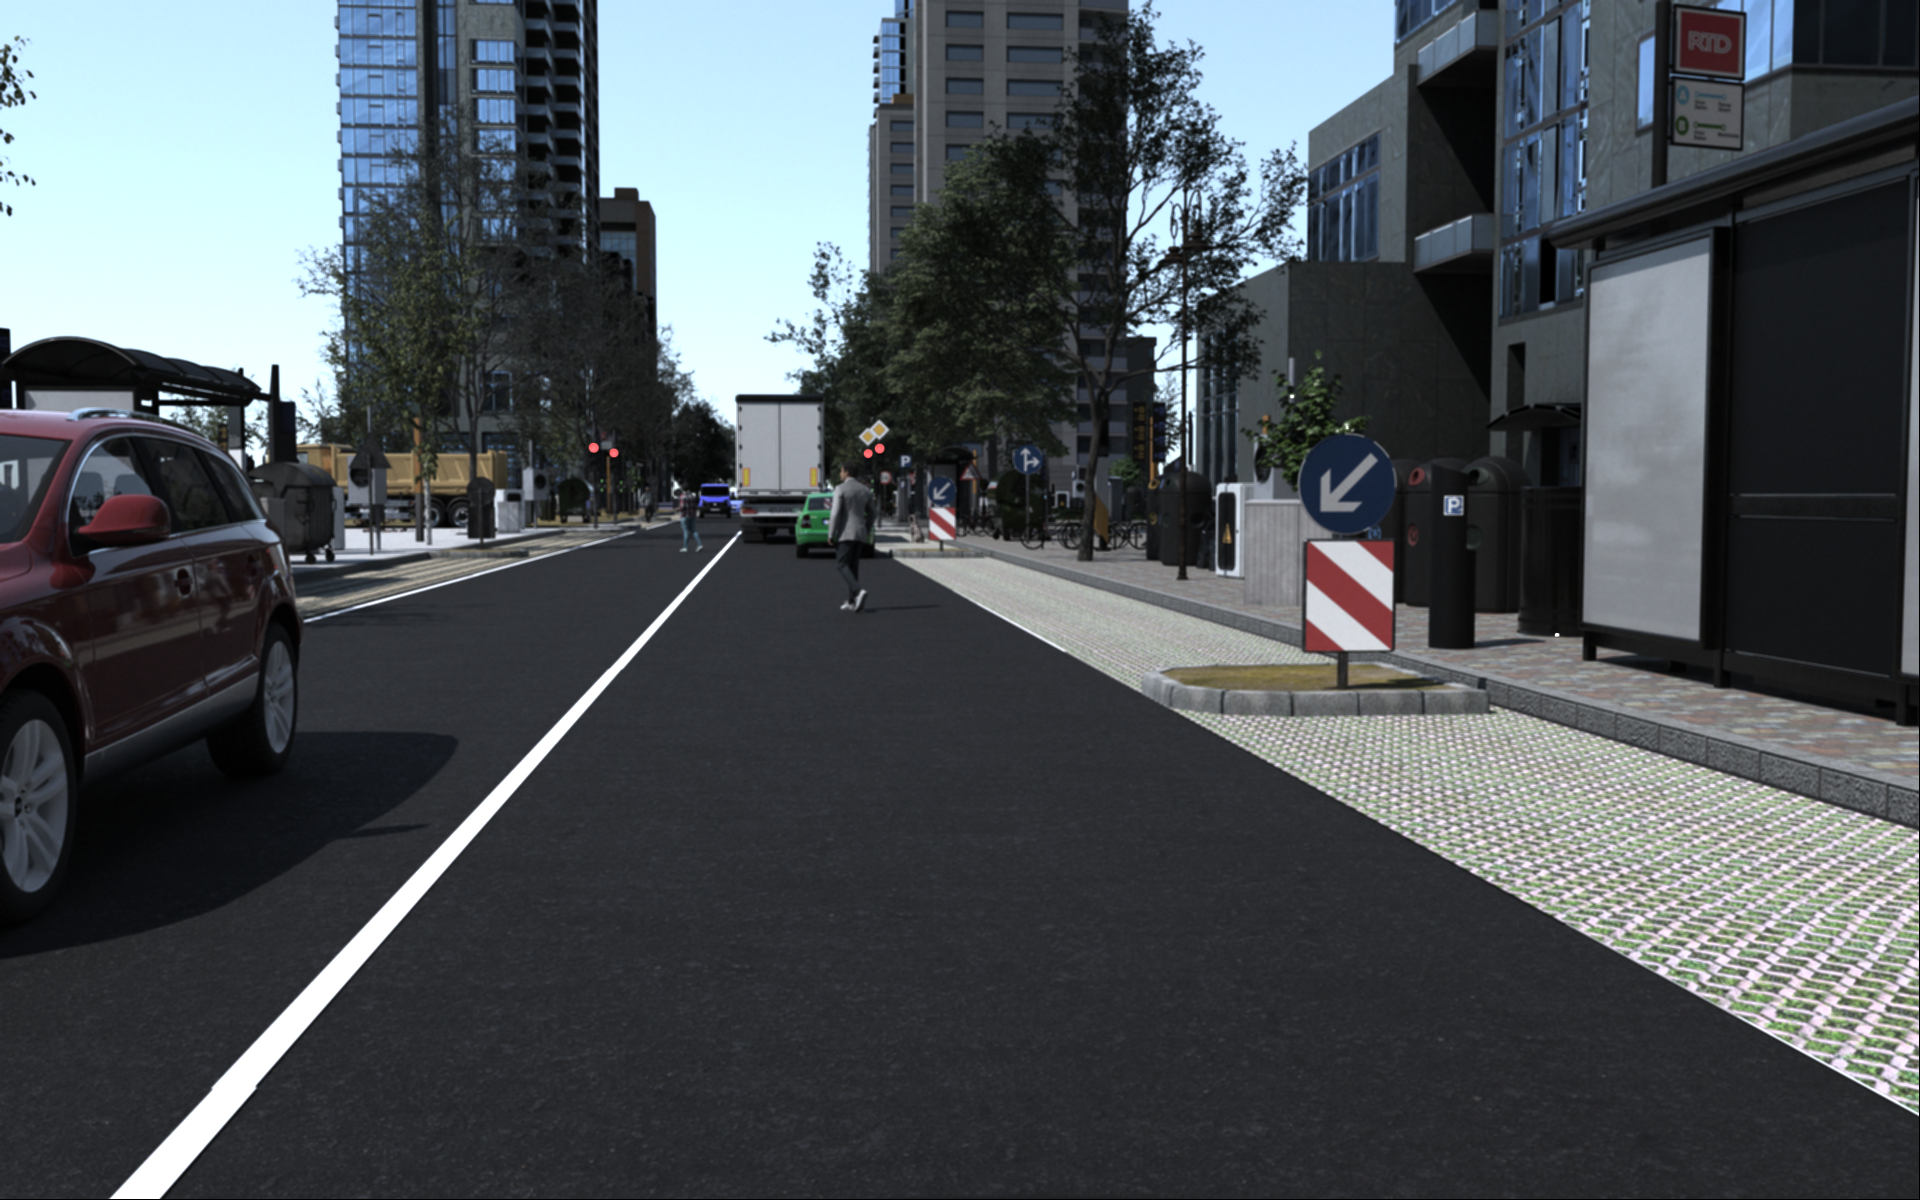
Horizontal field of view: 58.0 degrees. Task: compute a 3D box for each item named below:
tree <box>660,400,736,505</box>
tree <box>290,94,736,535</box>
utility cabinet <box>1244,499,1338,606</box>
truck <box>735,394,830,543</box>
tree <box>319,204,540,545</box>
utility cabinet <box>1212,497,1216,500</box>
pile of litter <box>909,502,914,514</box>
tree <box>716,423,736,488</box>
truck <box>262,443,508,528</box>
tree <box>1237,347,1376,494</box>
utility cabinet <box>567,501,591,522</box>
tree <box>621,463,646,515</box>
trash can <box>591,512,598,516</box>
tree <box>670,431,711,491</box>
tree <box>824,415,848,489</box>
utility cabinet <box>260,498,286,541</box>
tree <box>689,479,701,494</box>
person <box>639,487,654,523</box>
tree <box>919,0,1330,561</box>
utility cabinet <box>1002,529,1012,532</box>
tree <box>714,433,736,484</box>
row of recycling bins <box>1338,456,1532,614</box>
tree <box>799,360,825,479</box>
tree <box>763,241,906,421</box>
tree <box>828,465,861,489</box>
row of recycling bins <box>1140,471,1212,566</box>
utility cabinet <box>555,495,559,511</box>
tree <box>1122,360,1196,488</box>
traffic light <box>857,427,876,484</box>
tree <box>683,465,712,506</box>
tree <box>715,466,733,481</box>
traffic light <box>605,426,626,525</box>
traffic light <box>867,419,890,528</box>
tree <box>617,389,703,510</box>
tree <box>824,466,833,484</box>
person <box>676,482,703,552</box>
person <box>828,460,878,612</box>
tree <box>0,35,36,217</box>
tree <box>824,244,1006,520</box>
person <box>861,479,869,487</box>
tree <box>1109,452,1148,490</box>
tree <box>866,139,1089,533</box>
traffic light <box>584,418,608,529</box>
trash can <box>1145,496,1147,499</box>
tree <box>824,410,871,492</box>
[{"bbox_3d":[-31.627,-17.815,208.289,9.611,12.733,9.660,0,3,0],"label":"tree"},{"bbox_3d":[-15.433,-8.804,54.314,12.009,13.543,11.850,0,3,0],"label":"tree"},{"bbox_3d":[3.800,-0.535,19.907,1.020,1.237,0.306,1,4,23],"label":"utility cabinet"},{"bbox_3d":[-5.481,-3.993,54.200,2.839,4.237,11.283,0,4,-4],"label":"truck"},{"bbox_3d":[-13.573,-5.680,43.238,4.737,8.622,4.395,0,3,0],"label":"tree"},{"bbox_3d":[5.729,-1.690,38.788,1.020,1.237,0.306,1,4,8],"label":"utility cabinet"},{"bbox_3d":[-2.958,-5.969,111.550,1.176,0.858,1.719,0,4,1],"label":"pile of litter"},{"bbox_3d":[-41.240,-24.379,305.258,9.857,13.997,8.962,0,3,0],"label":"tree"},{"bbox_3d":[-22.770,-4.372,67.399,9.791,3.379,3.469,0,4,-4],"label":"truck"},{"bbox_3d":[4.735,-1.733,22.935,1.663,3.219,1.824,0,3,0],"label":"tree"},{"bbox_3d":[-17.242,-4.252,78.192,1.173,1.500,0.318,1,4,18],"label":"utility cabinet"},{"bbox_3d":[-20.499,-6.929,107.898,1.663,3.219,1.824,0,3,0],"label":"tree"},{"bbox_3d":[-21.567,-5.508,101.703,0.748,1.137,0.748,0,3,0],"label":"trash can"},{"bbox_3d":[-28.184,-14.046,180.007,4.737,8.622,4.395,0,3,0],"label":"tree"},{"bbox_3d":[-15.833,-17.147,206.107,9.928,11.665,9.643,0,3,0],"label":"tree"},{"bbox_3d":[-11.591,-1.107,29.255,0.306,1.237,1.020,-2,4,-28],"label":"utility cabinet"},{"bbox_3d":[-28.676,-11.695,185.809,1.663,3.219,1.824,0,3,0],"label":"tree"},{"bbox_3d":[-15.514,-4.682,85.542,0.515,1.767,0.782,3,5,42],"label":"person"},{"bbox_3d":[2.641,-6.010,32.677,7.601,10.594,8.767,3,5,42],"label":"tree"},{"bbox_3d":[1.671,-2.943,59.282,0.306,1.237,1.020,1,4,14],"label":"utility cabinet"},{"bbox_3d":[-40.700,-22.323,290.727,9.928,11.665,9.643,0,3,0],"label":"tree"},{"bbox_3d":[5.352,-0.800,20.196,1.069,1.692,3.534,-1,4,-21],"label":"row of recycling bins"},{"bbox_3d":[-9.847,-15.148,154.317,9.857,13.997,8.962,0,3,0],"label":"tree"},{"bbox_3d":[-8.050,-16.828,131.021,12.611,20.169,13.585,0,3,0],"label":"tree"},{"bbox_3d":[-11.278,-11.392,169.978,4.285,4.588,4.351,0,3,0],"label":"tree"},{"bbox_3d":[4.117,-1.545,32.378,1.069,1.692,3.534,0,4,0],"label":"row of recycling bins"},{"bbox_3d":[-31.182,-7.486,133.553,1.020,1.237,0.306,2,4,25],"label":"utility cabinet"},{"bbox_3d":[10.949,-8.839,94.880,4.360,8.622,3.978,0,3,0],"label":"tree"},{"bbox_3d":[-3.896,-5.140,72.958,0.839,4.253,0.868,0,4,-6],"label":"traffic light"},{"bbox_3d":[-29.325,-12.852,193.840,4.285,4.588,4.351,0,3,0],"label":"tree"},{"bbox_3d":[-37.492,-19.908,259.904,7.601,10.594,8.767,2,4,28],"label":"tree"},{"bbox_3d":[-14.297,-5.071,71.835,0.839,4.253,0.868,0,4,-6],"label":"traffic light"},{"bbox_3d":[-3.048,-4.654,65.018,0.839,4.253,0.868,0,4,-6],"label":"traffic light"},{"bbox_3d":[-24.733,-12.748,142.849,7.601,10.594,8.767,-1,4,-9],"label":"tree"},{"bbox_3d":[-24.131,-22.777,290.526,7.486,12.596,7.792,0,3,0],"label":"tree"},{"bbox_3d":[-6.762,-2.070,43.174,0.643,1.720,0.563,3,4,37],"label":"person"},{"bbox_3d":[-1.282,-0.785,21.180,0.661,1.843,0.795,-3,4,-38],"label":"person"},{"bbox_3d":[-11.317,-4.087,17.182,4.737,8.622,4.395,0,3,0],"label":"tree"},{"bbox_3d":[-2.076,-10.981,86.188,9.857,13.997,8.962,0,3,0],"label":"tree"},{"bbox_3d":[-2.704,-2.370,47.345,0.679,1.850,0.850,-3,5,-43],"label":"person"},{"bbox_3d":[13.101,-9.190,133.973,4.285,4.588,4.351,0,3,0],"label":"tree"},{"bbox_3d":[0.705,-8.436,56.062,7.486,12.596,7.792,0,3,0],"label":"tree"},{"bbox_3d":[-13.449,-4.586,63.895,0.839,4.253,0.868,0,4,-6],"label":"traffic light"},{"bbox_3d":[12.948,-6.503,117.983,0.748,1.137,0.748,0,3,0],"label":"trash can"},{"bbox_3d":[-8.733,-11.638,140.650,4.737,8.622,4.395,0,3,0],"label":"tree"}]
